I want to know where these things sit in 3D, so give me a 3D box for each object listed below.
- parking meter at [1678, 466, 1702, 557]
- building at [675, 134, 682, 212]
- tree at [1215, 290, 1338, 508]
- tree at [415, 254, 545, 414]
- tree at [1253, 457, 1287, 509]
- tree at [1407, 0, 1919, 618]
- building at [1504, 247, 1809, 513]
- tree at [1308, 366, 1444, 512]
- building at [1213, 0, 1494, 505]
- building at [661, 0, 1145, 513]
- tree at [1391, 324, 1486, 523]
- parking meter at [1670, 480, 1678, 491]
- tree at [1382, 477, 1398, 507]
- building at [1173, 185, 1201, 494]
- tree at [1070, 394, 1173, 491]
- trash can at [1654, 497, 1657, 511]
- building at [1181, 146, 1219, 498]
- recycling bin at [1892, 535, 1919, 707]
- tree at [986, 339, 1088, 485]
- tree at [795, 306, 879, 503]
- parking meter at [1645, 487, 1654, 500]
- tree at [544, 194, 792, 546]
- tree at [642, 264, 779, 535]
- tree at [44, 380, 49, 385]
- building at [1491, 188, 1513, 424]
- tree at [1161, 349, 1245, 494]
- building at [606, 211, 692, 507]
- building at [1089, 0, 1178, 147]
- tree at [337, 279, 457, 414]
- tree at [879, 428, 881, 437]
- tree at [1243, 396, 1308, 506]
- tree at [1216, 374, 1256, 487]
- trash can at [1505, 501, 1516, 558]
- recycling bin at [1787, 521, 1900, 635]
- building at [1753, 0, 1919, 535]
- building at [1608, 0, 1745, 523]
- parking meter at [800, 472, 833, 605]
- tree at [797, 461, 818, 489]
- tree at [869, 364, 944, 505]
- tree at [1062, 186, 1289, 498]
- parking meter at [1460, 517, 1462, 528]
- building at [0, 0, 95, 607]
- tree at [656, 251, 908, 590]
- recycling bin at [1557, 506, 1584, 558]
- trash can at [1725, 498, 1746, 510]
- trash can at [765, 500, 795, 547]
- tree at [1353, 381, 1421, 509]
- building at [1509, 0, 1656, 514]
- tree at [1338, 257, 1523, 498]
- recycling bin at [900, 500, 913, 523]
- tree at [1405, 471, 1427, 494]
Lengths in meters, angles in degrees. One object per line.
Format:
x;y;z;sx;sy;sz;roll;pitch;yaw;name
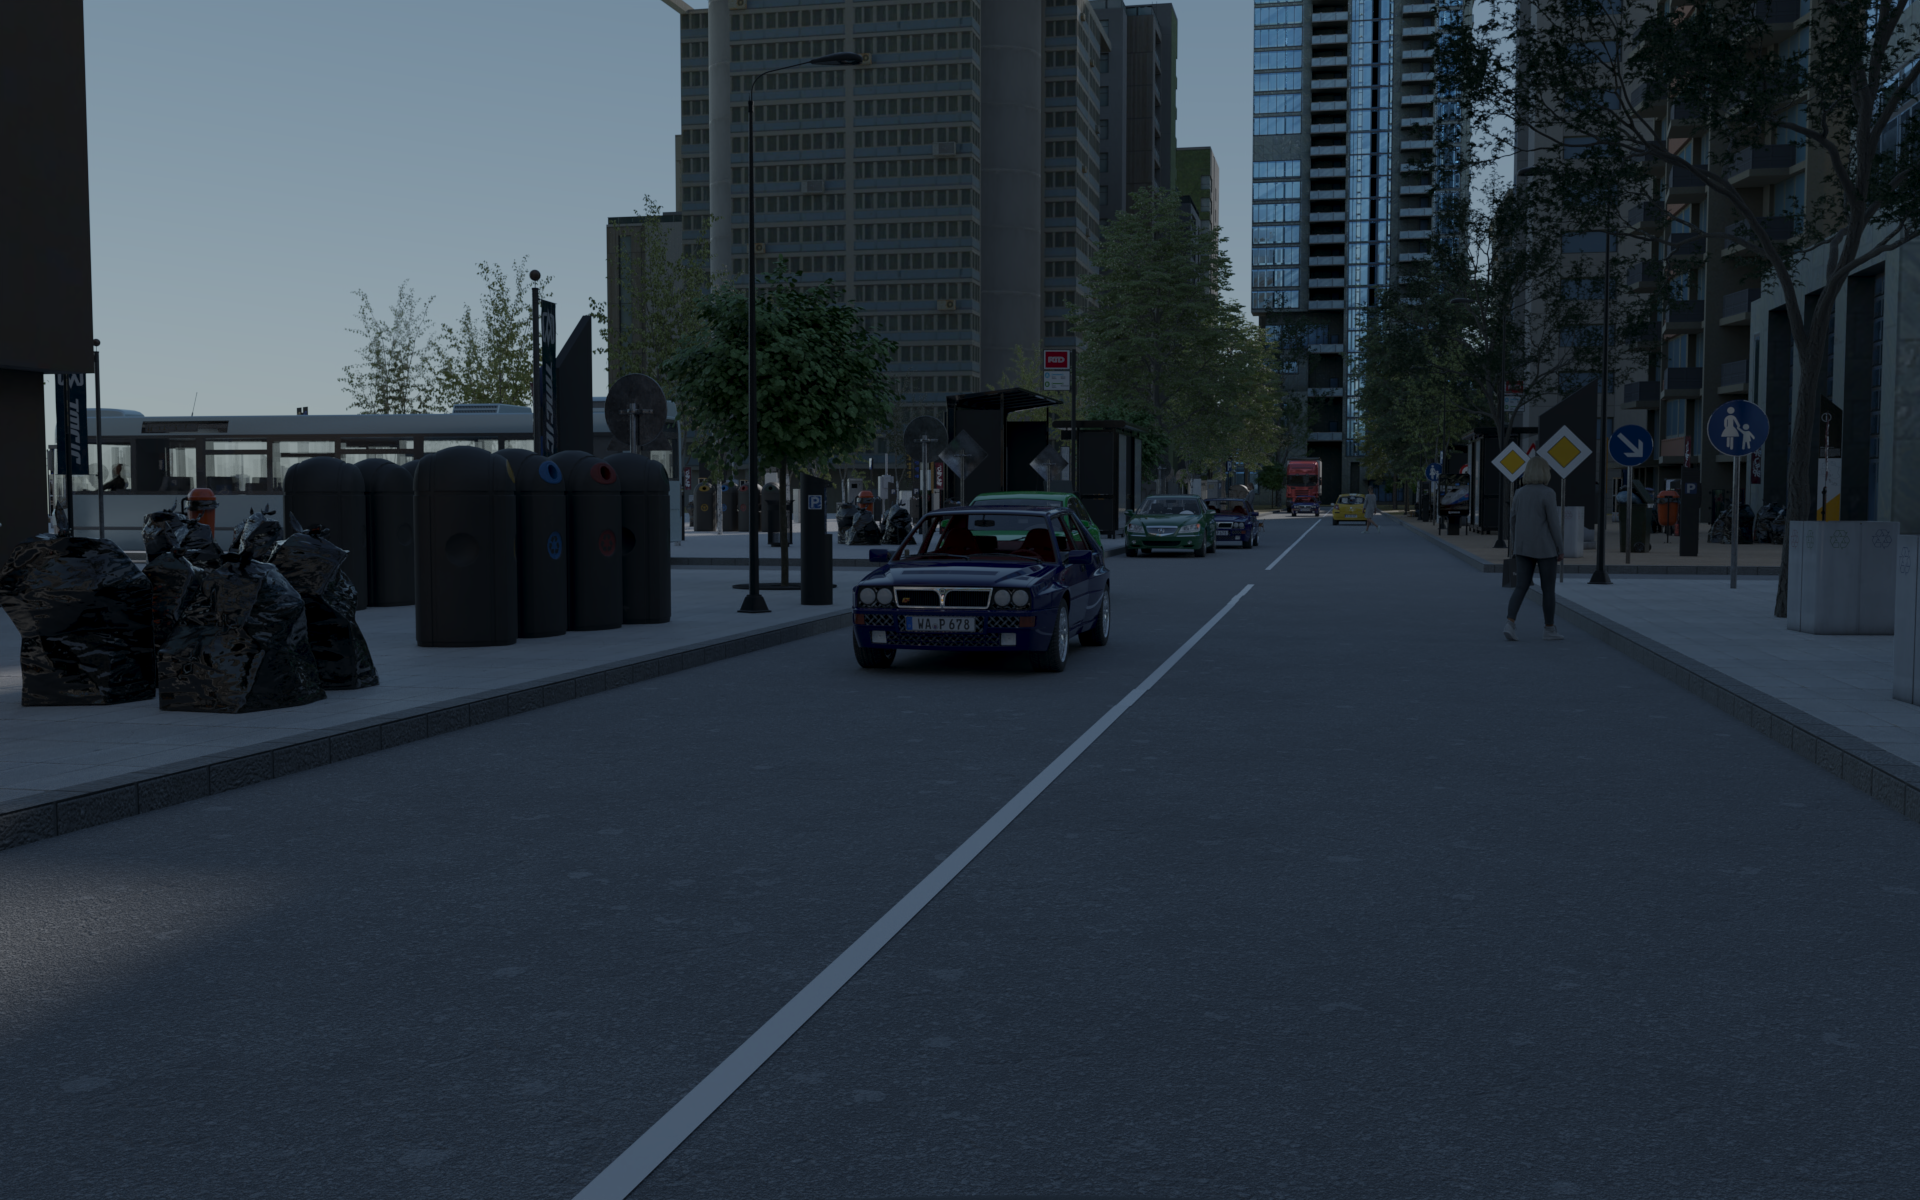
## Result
15.036;-1.830;35.629;0.399;1.863;0.255;1;4;22;parking meter
-22.175;-36.498;220.446;21.600;48.544;21.300;1;4;13;building
29.338;-18.814;163.491;12.611;20.169;13.585;0;3;0;tree
-14.224;-6.292;53.242;4.737;8.622;4.395;0;3;0;tree
27.408;-10.259;151.453;4.285;4.588;4.351;0;3;0;tree
8.454;-5.077;17.419;8.767;10.594;7.601;2;4;27;tree
58.237;-51.265;150.857;22.319;86.520;31.000;1;4;13;building
32.813;-12.340;127.506;9.928;11.665;9.643;0;3;0;tree
46.682;-54.551;204.573;31.000;86.520;22.319;1;4;13;building
-2.996;-26.471;124.687;32.217;40.220;23.993;1;4;13;building
20.924;-7.659;75.594;4.737;8.622;4.395;0;3;0;tree
28.692;-3.902;69.512;0.399;1.863;0.255;-2;4;-30;parking meter
42.252;-10.770;170.696;1.663;3.219;1.824;0;3;0;tree
16.369;-24.412;170.842;14.107;30.474;14.160;1;4;13;building
5.245;-4.467;56.742;4.285;4.588;4.351;0;3;0;tree
30.591;-3.933;75.962;0.748;1.137;0.748;0;3;0;trash can
23.537;-32.066;207.868;14.086;41.232;14.154;1;4;13;building
6.161;0.127;10.472;0.722;1.027;0.722;0;4;8;recycling bin
2.888;-8.073;82.361;4.737;8.622;4.395;0;3;0;tree
-6.171;-6.969;64.301;4.737;8.622;4.395;0;3;0;tree
26.321;-3.534;66.186;0.372;1.533;0.369;0;3;0;parking meter
-7.020;-5.635;42.497;4.737;8.622;4.395;0;3;0;tree
-7.839;-6.375;54.590;4.360;8.622;3.978;0;3;0;tree
-24.618;-5.671;43.077;4.737;8.622;4.395;0;3;0;tree
75.659;-31.400;205.274;23.993;40.220;32.217;1;4;13;building
11.386;-8.158;83.738;4.737;8.622;4.395;0;3;0;tree
-27.534;-25.019;180.758;14.107;30.474;14.160;1;4;13;building
9.948;-28.007;141.506;14.154;41.232;14.086;1;4;13;building
-19.580;-6.700;59.902;4.360;8.622;3.978;0;3;0;tree
-5.825;-7.477;72.603;4.737;8.622;4.395;0;3;0;tree
32.981;-15.495;179.090;9.928;11.665;9.643;0;3;0;tree
19.504;-11.302;119.202;7.601;10.594;8.767;-2;4;-33;tree
10.904;-1.334;33.457;0.748;1.137;0.748;0;3;0;trash can
8.174;-0.214;16.051;0.722;1.027;0.722;0;4;4;recycling bin
37.988;-44.664;42.924;31.000;86.520;22.319;1;4;13;building
44.183;-26.129;81.831;22.147;44.769;28.867;1;4;13;building
-1.663;-0.714;20.080;0.372;1.533;0.369;0;3;0;parking meter
-8.657;-8.101;82.815;4.360;8.622;3.978;0;3;0;tree
-3.336;-9.072;98.692;4.360;8.622;3.978;0;3;0;tree
7.148;-8.966;64.726;7.486;12.596;7.792;0;3;0;tree
18.562;-3.607;64.680;0.399;1.863;0.255;2;4;32;parking meter
-18.651;-22.260;14.054;14.200;45.320;14.600;1;4;13;building
-2.441;-2.448;23.732;4.285;4.588;4.351;0;3;0;tree
12.173;-1.374;35.019;0.722;1.027;0.722;2;4;31;recycling bin
26.954;-2.970;60.215;0.748;1.137;0.748;0;3;0;trash can
-4.368;-1.859;42.044;0.748;1.137;0.748;0;3;0;trash can
36.861;-13.874;144.964;7.486;12.596;7.792;0;3;0;tree
50.350;-35.520;122.759;21.231;58.520;28.212;1;4;13;building
24.774;-11.272;90.953;9.857;13.997;8.962;0;3;0;tree
-2.365;-4.017;78.238;0.722;1.027;0.722;0;4;-2;recycling bin
30.527;-7.369;115.088;1.663;3.219;1.824;0;3;0;tree
